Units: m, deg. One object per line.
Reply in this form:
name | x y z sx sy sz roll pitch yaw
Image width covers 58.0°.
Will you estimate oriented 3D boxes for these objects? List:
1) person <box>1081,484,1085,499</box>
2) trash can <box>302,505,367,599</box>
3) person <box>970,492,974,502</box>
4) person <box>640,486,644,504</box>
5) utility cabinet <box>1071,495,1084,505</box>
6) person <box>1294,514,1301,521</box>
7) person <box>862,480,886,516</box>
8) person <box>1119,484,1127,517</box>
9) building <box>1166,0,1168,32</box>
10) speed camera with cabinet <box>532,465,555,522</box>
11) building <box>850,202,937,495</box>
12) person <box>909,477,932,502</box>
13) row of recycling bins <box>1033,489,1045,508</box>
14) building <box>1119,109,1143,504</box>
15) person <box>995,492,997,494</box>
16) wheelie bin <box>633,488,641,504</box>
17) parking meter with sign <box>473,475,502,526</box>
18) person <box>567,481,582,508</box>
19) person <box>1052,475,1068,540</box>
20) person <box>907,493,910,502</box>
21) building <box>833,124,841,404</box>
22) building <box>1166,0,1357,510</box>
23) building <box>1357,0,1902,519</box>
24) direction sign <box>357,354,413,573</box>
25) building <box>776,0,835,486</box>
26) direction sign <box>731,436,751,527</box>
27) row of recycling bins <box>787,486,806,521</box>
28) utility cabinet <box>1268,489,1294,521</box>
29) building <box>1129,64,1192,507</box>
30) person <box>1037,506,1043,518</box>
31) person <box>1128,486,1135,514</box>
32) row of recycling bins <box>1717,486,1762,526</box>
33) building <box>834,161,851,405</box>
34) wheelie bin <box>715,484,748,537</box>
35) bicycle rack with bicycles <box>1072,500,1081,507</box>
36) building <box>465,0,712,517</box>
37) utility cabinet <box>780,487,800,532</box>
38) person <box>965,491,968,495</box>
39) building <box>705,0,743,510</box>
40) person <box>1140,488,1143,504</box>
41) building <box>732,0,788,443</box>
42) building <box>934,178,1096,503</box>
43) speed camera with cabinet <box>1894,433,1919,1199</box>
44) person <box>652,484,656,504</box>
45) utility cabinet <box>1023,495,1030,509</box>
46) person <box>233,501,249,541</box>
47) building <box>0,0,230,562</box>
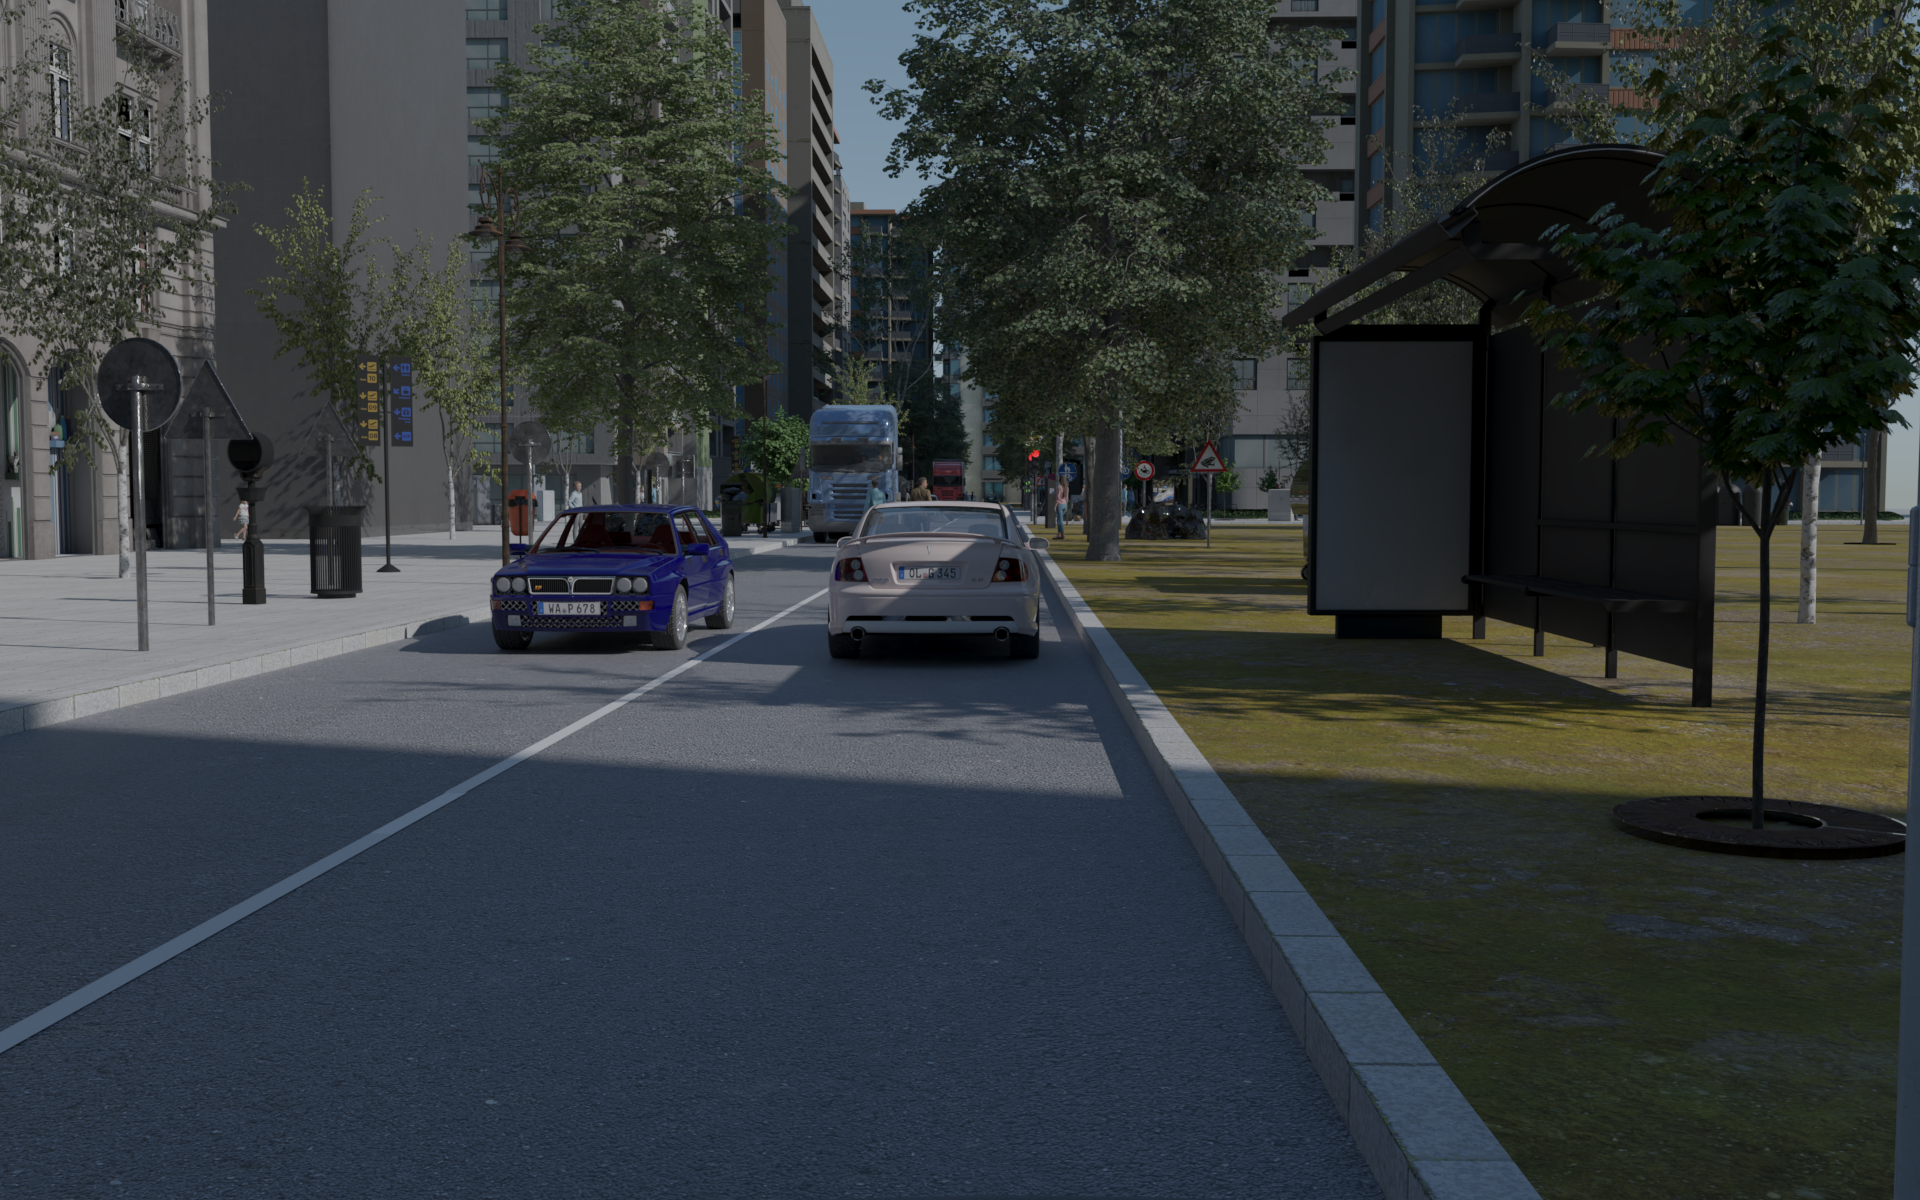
person | 6.856 -5.350 93.702 0.592 1.802 0.473 2 4 29
trash can | -7.707 -0.595 21.384 0.748 1.137 0.748 0 3 0
person | 1.340 -11.758 201.560 0.721 1.723 1.217 0 4 -7
person | -14.107 -4.197 77.321 0.583 1.804 0.606 3 4 38
utility cabinet | 7.335 -5.836 106.586 1.020 1.237 0.306 -1 4 -10
person | 16.045 -4.692 82.937 0.590 1.801 0.661 2 4 34
person | -2.280 -2.341 46.800 0.660 1.820 0.620 -3 4 -38
person | 9.000 -5.506 96.093 0.620 1.820 0.660 -3 5 -39
building | 42.182 -57.823 258.084 31.000 86.520 22.319 0 4 1
speed camera with cabinet | -19.688 -5.337 81.590 0.660 3.252 2.038 -2 4 -30
building | -18.215 -37.162 262.222 28.867 44.769 22.147 0 4 1
person | -0.905 -2.062 42.118 0.656 1.842 0.836 -1 4 -14
row of recycling bins | 7.733 -9.024 154.653 1.069 1.692 3.534 -3 4 -39
building | 29.893 -35.786 204.703 23.786 49.044 30.456 0 4 1
person | 4.382 -12.637 215.844 0.721 1.736 1.217 1 4 19
wheelie bin | -15.831 -4.667 84.212 0.693 1.594 0.980 -1 4 -18
parking meter with sign | -19.562 -4.557 70.763 0.543 3.016 1.738 2 4 35
person | -9.597 -2.175 43.416 0.330 1.601 0.589 2 4 27
person | 2.843 -2.604 48.628 0.388 1.821 0.555 2 4 29
person | -2.778 -4.624 84.503 0.661 1.777 0.834 -1 4 -23
building | -24.958 -32.912 192.735 22.147 44.769 28.867 0 4 1
building | 30.789 -33.399 135.311 28.713 52.752 27.495 0 4 1
building | 35.825 -27.123 98.088 28.867 44.769 22.147 0 4 1
direction sign | -9.396 -2.225 28.373 0.876 3.537 0.379 -2 4 -34
building | -23.823 -33.254 167.398 21.300 48.544 21.600 0 4 1
direction sign | -8.524 -4.618 67.505 0.876 3.537 0.379 2 4 25
row of recycling bins | -8.528 -4.636 82.909 3.534 1.692 1.069 1 4 20
utility cabinet | 14.864 -4.379 80.269 1.173 1.500 0.318 3 4 36
building | 28.730 -31.842 175.247 22.147 44.769 28.867 0 4 1
person | 4.704 -5.391 94.402 1.509 1.804 0.699 -1 4 -18
person | 10.991 -6.427 111.396 0.793 1.790 0.793 -1 4 -9
row of recycling bins | 31.028 -3.882 70.583 1.069 1.692 3.534 -2 4 -34
building | -20.781 -32.457 214.273 14.086 41.232 14.154 0 4 1
wheelie bin | -6.873 -2.709 52.207 0.980 1.594 0.693 -1 4 -11
bicycle rack with bicycles | 6.829 -5.485 103.056 2.925 0.926 2.852 -1 4 -13
building | -22.344 -25.349 98.055 14.154 41.232 14.086 0 4 1
utility cabinet | -5.643 -2.995 57.648 0.318 1.500 1.173 -2 4 -24
person | 0.933 -13.507 229.209 0.599 1.838 0.709 -3 5 -44
building | -24.765 -41.851 122.508 20.563 71.187 20.611 0 4 1
person | 14.018 -7.770 133.419 0.374 1.781 0.599 0 4 6
building | -22.565 -30.489 148.610 14.600 45.320 14.200 0 4 1
building | 11.490 -39.232 261.055 30.456 49.044 23.786 0 4 1
speed camera with cabinet | 1.660 -0.420 1.208 0.660 3.252 2.038 -1 4 -13
person | -15.331 -4.961 87.174 0.620 1.820 0.660 3 4 36
utility cabinet | 5.736 -8.355 147.770 0.306 1.237 1.020 -1 4 -21
person | -19.777 -2.245 47.759 0.382 1.210 0.505 0 4 7
building | -23.897 -11.485 29.574 13.314 21.916 24.055 0 4 1
